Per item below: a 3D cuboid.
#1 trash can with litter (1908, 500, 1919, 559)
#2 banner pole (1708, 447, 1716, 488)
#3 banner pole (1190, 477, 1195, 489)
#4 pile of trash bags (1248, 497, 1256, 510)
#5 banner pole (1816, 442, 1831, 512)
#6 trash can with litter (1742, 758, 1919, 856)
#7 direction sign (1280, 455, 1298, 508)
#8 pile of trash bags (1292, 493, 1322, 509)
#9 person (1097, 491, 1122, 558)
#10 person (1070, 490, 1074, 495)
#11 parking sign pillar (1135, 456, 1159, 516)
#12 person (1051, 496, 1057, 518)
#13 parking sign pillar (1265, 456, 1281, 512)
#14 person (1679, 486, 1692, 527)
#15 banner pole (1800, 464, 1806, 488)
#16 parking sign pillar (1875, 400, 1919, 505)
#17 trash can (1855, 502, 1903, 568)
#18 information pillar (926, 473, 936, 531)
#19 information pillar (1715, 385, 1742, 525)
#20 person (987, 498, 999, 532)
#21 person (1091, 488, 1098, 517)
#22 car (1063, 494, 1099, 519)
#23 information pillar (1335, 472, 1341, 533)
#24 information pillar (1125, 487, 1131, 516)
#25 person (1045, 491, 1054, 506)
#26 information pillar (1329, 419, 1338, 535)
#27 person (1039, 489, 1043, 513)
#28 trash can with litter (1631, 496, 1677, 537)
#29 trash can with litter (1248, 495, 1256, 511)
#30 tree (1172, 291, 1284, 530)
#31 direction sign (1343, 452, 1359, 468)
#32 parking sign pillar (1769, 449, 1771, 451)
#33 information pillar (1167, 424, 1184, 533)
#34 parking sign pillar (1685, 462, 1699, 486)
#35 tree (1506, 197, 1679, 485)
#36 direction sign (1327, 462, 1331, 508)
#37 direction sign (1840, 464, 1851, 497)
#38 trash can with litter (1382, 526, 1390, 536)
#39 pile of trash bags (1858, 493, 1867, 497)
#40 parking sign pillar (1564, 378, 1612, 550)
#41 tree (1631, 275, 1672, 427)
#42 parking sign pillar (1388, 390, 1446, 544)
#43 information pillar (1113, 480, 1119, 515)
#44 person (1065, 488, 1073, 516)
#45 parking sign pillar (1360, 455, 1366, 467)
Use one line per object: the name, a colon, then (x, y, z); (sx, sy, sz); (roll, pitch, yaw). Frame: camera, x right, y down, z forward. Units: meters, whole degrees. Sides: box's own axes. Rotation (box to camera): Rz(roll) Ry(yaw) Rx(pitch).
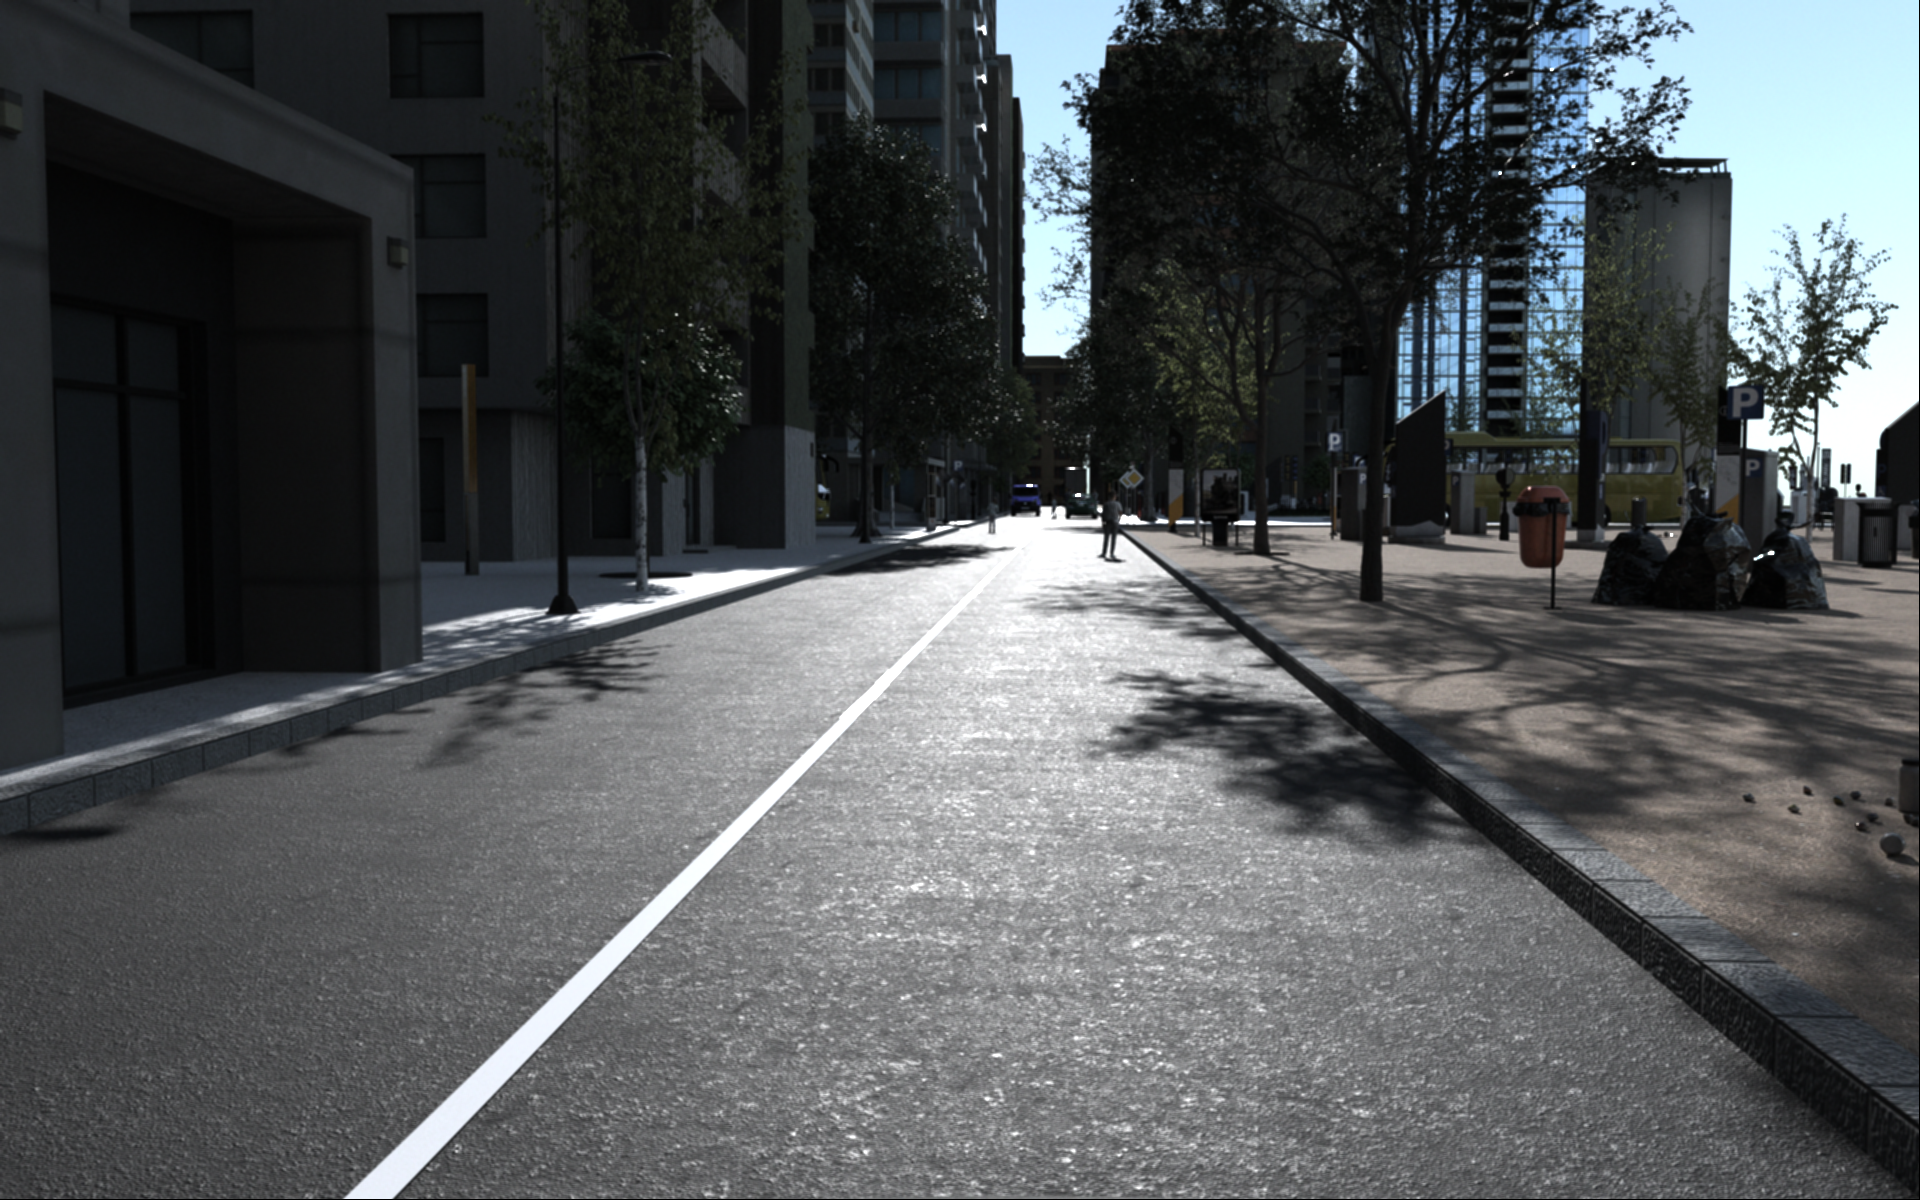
trash can with litter: (19.212, -1.384, 34.012); (0.624, 1.170, 1.055); (-2, 4, -27)
banner pole: (35.715, -5.618, 81.863); (0.863, 3.779, 0.401); (-1, 4, -22)
banner pole: (19.287, -9.411, 143.883); (0.401, 3.779, 0.863); (-2, 4, -34)
pile of trash bags: (22.844, -7.878, 138.563); (1.912, 1.369, 3.447); (1, 4, 10)
banner pole: (41.698, -5.733, 83.757); (0.863, 3.779, 0.401); (0, 4, -2)
trash can with litter: (3.758, 0.300, 6.156); (1.678, 1.210, 2.233); (1, 4, 22)
direction sign: (19.323, -6.677, 101.167); (0.876, 3.537, 0.379); (-2, 4, -23)
pile of trash bags: (27.643, -7.808, 137.406); (1.912, 1.369, 3.447); (-2, 4, -33)
person: (3.372, -1.705, 38.980); (0.503, 1.515, 0.523); (-2, 4, -24)
person: (9.455, -8.384, 145.823); (0.600, 1.795, 0.529); (-1, 4, -10)
parking sign pillar: (11.069, -6.986, 102.699); (1.447, 3.967, 1.447); (3, 4, 38)
person: (5.502, -5.449, 101.869); (0.394, 1.301, 0.425); (2, 4, 28)
parking sign pillar: (22.207, -8.255, 123.443); (1.447, 3.967, 1.447); (-1, 4, -14)
person: (29.445, -3.742, 70.228); (0.362, 1.759, 0.519); (-2, 4, -28)
banner pole: (61.629, -8.341, 126.388); (0.863, 3.779, 0.401); (-1, 4, -12)
parking sign pillar: (26.216, -3.659, 48.303); (1.447, 3.967, 1.447); (-1, 4, -18)
trash can: (15.971, -1.130, 30.134); (0.748, 1.137, 0.748); (0, 3, 0)
information pillar: (-1.009, -3.435, 60.649); (0.304, 2.012, 0.304); (-1, 4, -16)
information pillar: (16.411, -2.793, 37.028); (0.504, 3.616, 0.183); (2, 4, 26)
person: (1.214, -3.186, 64.865); (0.425, 1.301, 0.394); (-1, 4, -15)
person: (8.284, -6.031, 107.283); (0.511, 1.800, 0.466); (2, 4, 27)
car: (7.143, -5.516, 101.982); (2.131, 1.459, 4.920); (0, 4, 4)
information pillar: (12.699, -3.258, 57.756); (0.304, 2.012, 0.304); (1, 4, 18)
information pillar: (9.818, -5.912, 101.146); (0.304, 2.012, 0.304); (-1, 4, -11)
person: (11.083, -12.570, 214.152); (1.348, 1.807, 0.705); (-1, 4, -9)
information pillar: (11.645, -3.829, 53.964); (0.183, 3.616, 0.504); (0, 4, 1)
person: (6.069, -7.523, 131.597); (0.616, 1.811, 0.778); (-1, 4, -15)
trash can with litter: (20.659, -2.487, 51.717); (2.233, 1.210, 1.678); (-1, 4, -22)
trash can with litter: (22.029, -7.329, 130.880); (1.678, 1.210, 2.233); (0, 4, -7)
tree: (9.703, -6.824, 61.938); (4.737, 8.622, 4.395); (0, 3, 0)
direction sign: (20.967, -6.180, 93.034); (0.876, 3.537, 0.379); (-1, 4, -10)
parking sign pillar: (47.612, -7.011, 103.107); (1.447, 3.967, 1.447); (-2, 4, -24)
information pillar: (7.183, -4.058, 57.696); (0.504, 3.616, 0.183); (1, 4, 11)
parking sign pillar: (60.070, -9.417, 142.438); (1.447, 3.967, 1.447); (-2, 4, -26)
tree: (16.144, -5.716, 43.822); (4.360, 8.622, 3.978); (0, 3, 0)
direction sign: (26.256, -8.026, 123.214); (0.379, 3.537, 0.876); (2, 4, 28)
direction sign: (66.333, -8.426, 129.765); (0.379, 3.537, 0.876); (-1, 4, -21)
trash can with litter: (13.169, -2.513, 52.478); (0.624, 1.170, 1.055); (-3, 5, -45)
pile of trash bags: (47.503, -5.036, 92.088); (3.447, 1.369, 1.912); (1, 4, 12)
parking sign pillar: (14.847, -3.192, 40.655); (1.447, 3.967, 1.447); (2, 4, 29)
tree: (24.798, -6.616, 58.531); (4.737, 8.622, 4.395); (0, 3, 0)
parking sign pillar: (11.857, -3.450, 44.877); (1.447, 3.967, 1.447); (0, 4, -8)
information pillar: (8.119, -5.225, 89.916); (0.304, 2.012, 0.304); (0, 4, 8)
person: (7.184, -6.435, 113.895); (0.473, 1.802, 0.592); (-1, 4, -11)
parking sign pillar: (27.534, -7.976, 118.874); (1.447, 3.967, 1.447); (0, 4, 2)
